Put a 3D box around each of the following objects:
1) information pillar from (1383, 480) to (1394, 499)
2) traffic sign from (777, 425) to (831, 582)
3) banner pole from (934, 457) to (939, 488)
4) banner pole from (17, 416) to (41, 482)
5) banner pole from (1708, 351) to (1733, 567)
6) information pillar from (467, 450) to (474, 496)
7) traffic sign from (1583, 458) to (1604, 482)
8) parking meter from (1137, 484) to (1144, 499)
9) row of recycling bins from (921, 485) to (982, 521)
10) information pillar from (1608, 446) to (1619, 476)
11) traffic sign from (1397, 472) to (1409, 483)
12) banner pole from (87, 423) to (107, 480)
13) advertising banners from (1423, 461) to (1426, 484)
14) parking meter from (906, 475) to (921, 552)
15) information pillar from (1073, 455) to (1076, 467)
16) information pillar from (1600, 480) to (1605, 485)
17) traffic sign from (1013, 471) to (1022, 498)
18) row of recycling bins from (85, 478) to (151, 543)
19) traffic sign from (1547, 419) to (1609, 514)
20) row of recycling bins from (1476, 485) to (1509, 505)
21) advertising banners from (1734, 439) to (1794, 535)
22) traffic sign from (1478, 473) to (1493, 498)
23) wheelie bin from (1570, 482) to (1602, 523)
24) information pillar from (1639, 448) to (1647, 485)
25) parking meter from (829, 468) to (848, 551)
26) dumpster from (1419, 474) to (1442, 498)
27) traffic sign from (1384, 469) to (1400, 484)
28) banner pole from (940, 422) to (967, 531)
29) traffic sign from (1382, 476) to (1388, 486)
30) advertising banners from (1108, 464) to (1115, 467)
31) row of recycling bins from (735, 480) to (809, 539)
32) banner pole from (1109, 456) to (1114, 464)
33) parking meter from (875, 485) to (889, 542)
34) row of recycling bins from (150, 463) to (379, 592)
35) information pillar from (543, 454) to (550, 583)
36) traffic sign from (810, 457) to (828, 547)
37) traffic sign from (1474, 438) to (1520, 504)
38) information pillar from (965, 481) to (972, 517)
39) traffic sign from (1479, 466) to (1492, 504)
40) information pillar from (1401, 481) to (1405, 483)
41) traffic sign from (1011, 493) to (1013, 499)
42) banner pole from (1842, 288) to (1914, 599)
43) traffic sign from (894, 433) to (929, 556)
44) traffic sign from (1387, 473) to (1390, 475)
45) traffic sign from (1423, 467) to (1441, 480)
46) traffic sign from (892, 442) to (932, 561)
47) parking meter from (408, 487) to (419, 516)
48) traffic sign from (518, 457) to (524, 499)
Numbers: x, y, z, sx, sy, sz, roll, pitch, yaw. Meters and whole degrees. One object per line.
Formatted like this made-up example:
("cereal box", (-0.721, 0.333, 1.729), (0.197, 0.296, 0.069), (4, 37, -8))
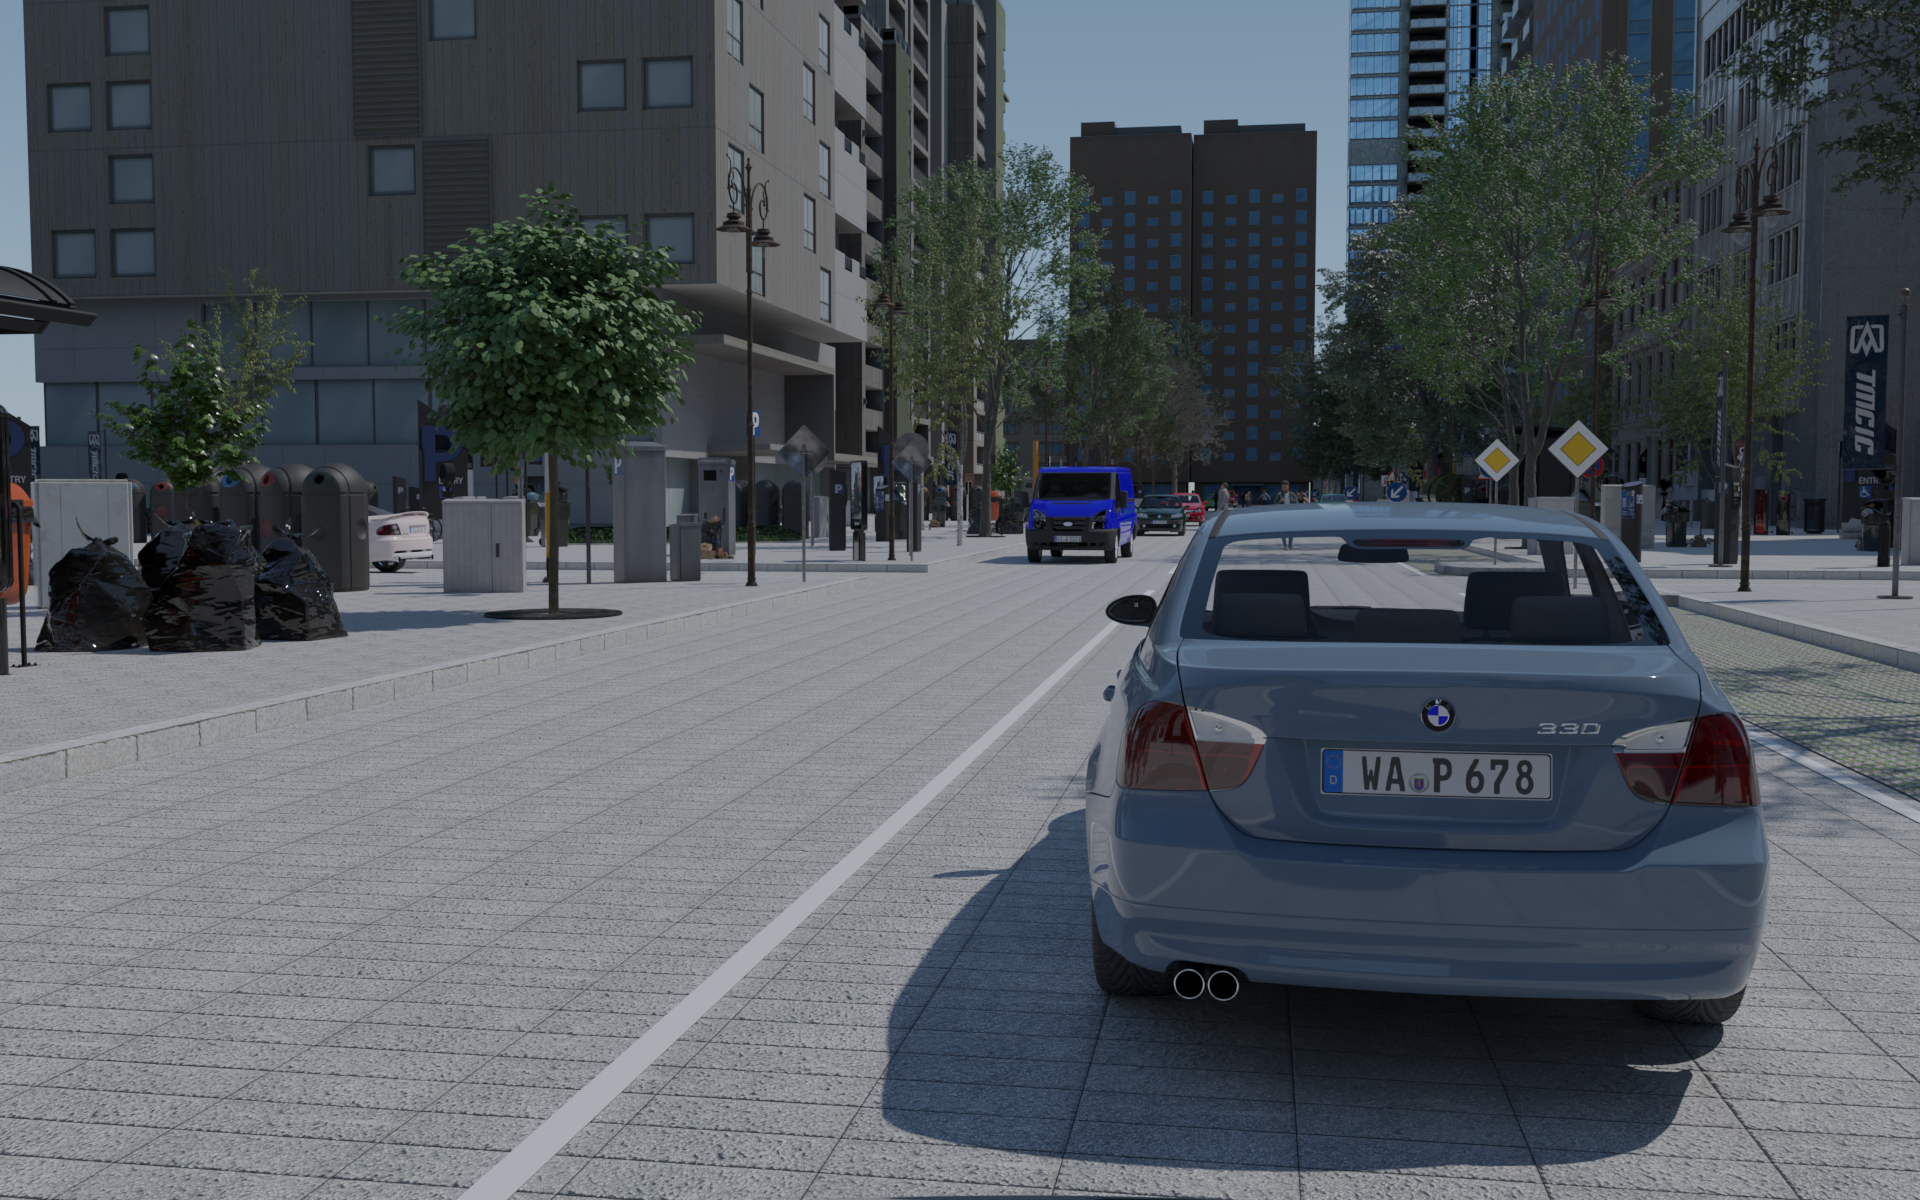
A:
("information pillar", (22.408, -5.245, 90.241), (0.304, 2.012, 0.304), (-1, 4, -22))
("traffic sign", (-2.271, -1.318, 25.194), (0.795, 2.450, 0.064), (1, 4, 10))
("banner pole", (-1.283, -6.835, 101.766), (0.401, 3.779, 0.863), (-3, 5, -41))
("banner pole", (-30.052, -4.027, 55.861), (0.863, 3.779, 0.401), (0, 4, -5))
("banner pole", (13.439, -2.483, 30.609), (0.401, 3.779, 0.863), (1, 4, 12))
("information pillar", (-16.764, -4.128, 58.847), (0.504, 3.616, 0.183), (0, 4, 4))
("traffic sign", (19.868, -3.333, 54.598), (0.768, 2.556, 0.104), (1, 4, 13))
("parking meter", (10.505, -5.819, 100.845), (0.399, 1.863, 0.255), (1, 4, 10))
("row of recycling bins", (-0.550, -4.651, 83.160), (3.534, 1.692, 1.069), (0, 4, 7))
("information pillar", (31.698, -5.672, 84.091), (0.504, 3.616, 0.183), (3, 4, 37))
("traffic sign", (24.954, -5.980, 97.877), (0.768, 2.556, 0.104), (1, 4, 17))
("banner pole", (-30.187, -4.328, 60.775), (0.863, 3.779, 0.401), (0, 4, 5))
("advertising banners", (23.080, -5.329, 83.318), (2.074, 3.025, 0.090), (-1, 4, -17))
("parking meter", (-1.022, -2.003, 38.459), (0.255, 1.863, 0.399), (1, 4, 15))
("information pillar", (6.856, -6.864, 103.585), (0.183, 3.616, 0.504), (1, 4, 19))
("information pillar", (33.092, -5.175, 89.098), (0.304, 2.012, 0.304), (0, 4, -1))
("traffic sign", (2.565, -5.035, 82.430), (0.768, 2.556, 0.104), (1, 4, 19))
("row of recycling bins", (-21.391, -2.351, 45.549), (3.534, 1.692, 1.069), (-1, 4, -17))
("traffic sign", (8.316, -1.206, 23.364), (0.795, 2.450, 0.064), (1, 4, 10))
("row of recycling bins", (22.519, -4.213, 76.000), (3.534, 1.692, 1.069), (1, 4, 17))
("advertising banners", (25.192, -3.557, 54.344), (0.090, 3.025, 2.074), (-2, 4, -31))
("traffic sign", (19.954, -4.010, 65.567), (0.884, 2.594, 0.081), (1, 4, 13))
("wheelie bin", (16.117, -2.241, 44.542), (0.980, 1.594, 0.693), (-3, 5, -42))
("information pillar", (34.969, -5.953, 88.682), (0.183, 3.616, 0.504), (-1, 4, -18))
("parking meter", (-2.755, -2.045, 39.146), (0.399, 1.863, 0.255), (-1, 4, -15))
("dumpster", (21.995, -4.727, 79.776), (1.502, 2.255, 1.985), (1, 4, 10))
("traffic sign", (22.862, -5.604, 91.623), (0.884, 2.594, 0.081), (1, 4, 13))
("banner pole", (-0.171, -4.278, 59.957), (0.863, 3.779, 0.401), (-1, 4, -18))
("traffic sign", (23.388, -5.675, 94.923), (0.606, 2.300, 0.079), (1, 4, 14))
("advertising banners", (8.397, -6.519, 102.773), (0.090, 3.025, 2.074), (-3, 5, -42))
("row of recycling bins", (-5.937, -2.631, 50.126), (3.534, 1.692, 1.069), (2, 4, 26))
("banner pole", (9.100, -6.982, 104.170), (0.401, 3.779, 0.863), (-1, 4, -17))
("parking meter", (-2.087, -2.338, 46.636), (0.372, 1.533, 0.369), (0, 3, 0))
("row of recycling bins", (-9.425, -1.012, 23.666), (3.534, 1.692, 1.069), (2, 4, 31))
("information pillar", (-5.954, -2.058, 25.003), (0.183, 3.616, 0.504), (-1, 4, -15))
("traffic sign", (-3.606, -2.576, 42.217), (0.768, 2.556, 0.104), (1, 4, 14))
("traffic sign", (9.666, -1.688, 31.235), (0.795, 2.450, 0.064), (1, 4, 10))
("information pillar", (0.482, -5.702, 97.719), (0.304, 2.012, 0.304), (-3, 5, -42))
("traffic sign", (16.949, -3.377, 55.316), (0.768, 2.556, 0.104), (1, 4, 18))
("information pillar", (24.539, -5.626, 96.471), (0.304, 2.012, 0.304), (3, 5, 44))
("traffic sign", (2.516, -5.117, 83.767), (0.768, 2.556, 0.104), (1, 4, 10))
("banner pole", (11.278, -1.911, 21.262), (0.863, 3.779, 0.401), (2, 4, 28))
("traffic sign", (-1.020, -2.191, 35.922), (0.768, 2.556, 0.104), (1, 4, 11))
("traffic sign", (26.136, -6.412, 104.948), (0.768, 2.556, 0.104), (1, 4, 15))
("traffic sign", (21.155, -4.744, 77.674), (0.768, 2.556, 0.104), (1, 4, 14))
("traffic sign", (-0.921, -1.800, 33.065), (0.795, 2.450, 0.064), (1, 4, 10))
("parking meter", (-18.366, -3.052, 58.306), (0.372, 1.533, 0.369), (0, 3, 0))
("traffic sign", (-6.487, -1.557, 25.570), (0.768, 2.556, 0.104), (1, 4, 15))
